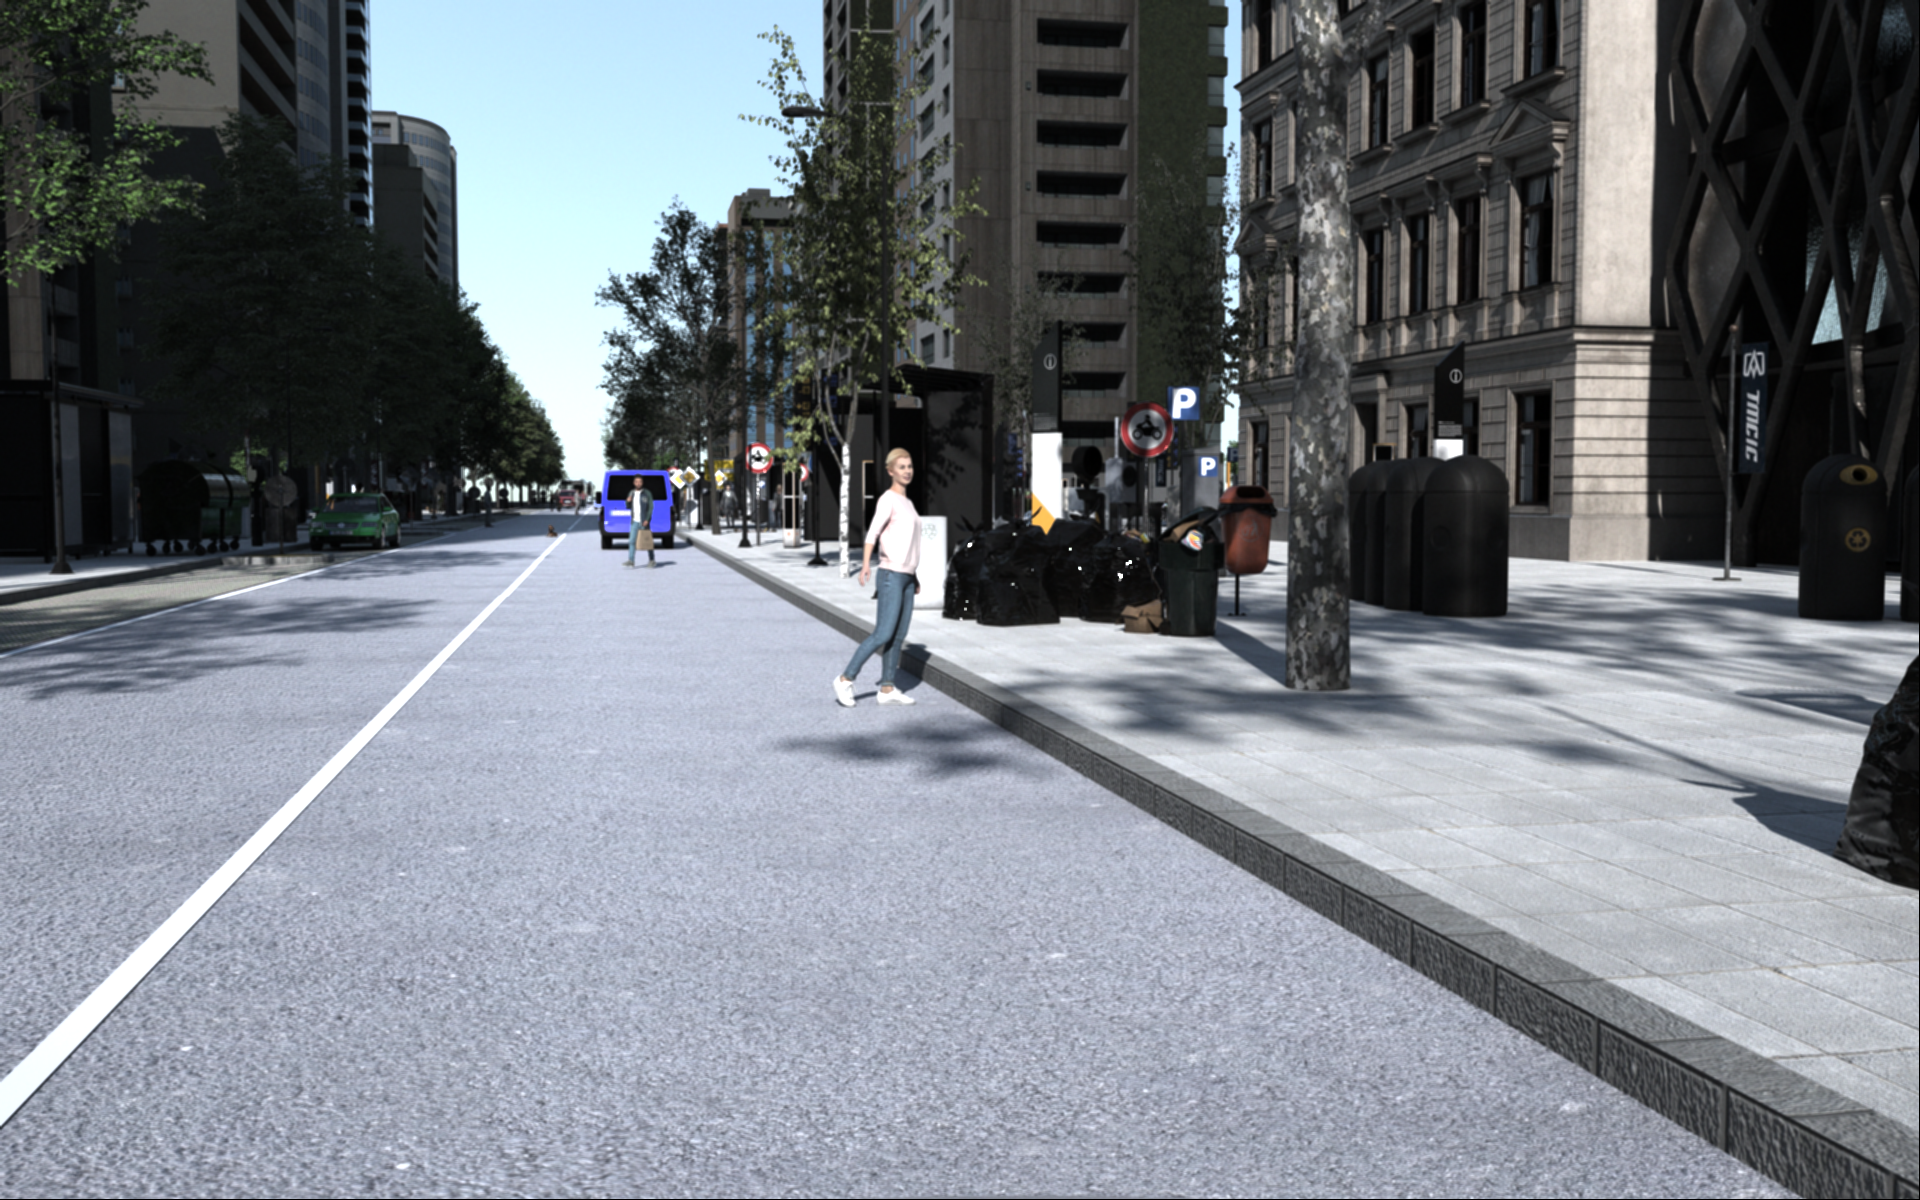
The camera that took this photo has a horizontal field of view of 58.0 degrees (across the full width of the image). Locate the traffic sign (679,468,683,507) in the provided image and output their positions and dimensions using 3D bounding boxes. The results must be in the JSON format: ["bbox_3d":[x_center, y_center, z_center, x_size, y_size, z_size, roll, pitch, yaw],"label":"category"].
[{"bbox_3d":[-13.842,-5.209,85.269,0.768,2.556,0.104,0,4,-4],"label":"traffic sign"}]

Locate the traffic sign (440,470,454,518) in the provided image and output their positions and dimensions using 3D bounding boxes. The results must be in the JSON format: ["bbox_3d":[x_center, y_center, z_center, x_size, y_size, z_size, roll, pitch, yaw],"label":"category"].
[{"bbox_3d":[-27.574,-5.688,93.097,0.768,2.556,0.104,-1,4,-10],"label":"traffic sign"}]

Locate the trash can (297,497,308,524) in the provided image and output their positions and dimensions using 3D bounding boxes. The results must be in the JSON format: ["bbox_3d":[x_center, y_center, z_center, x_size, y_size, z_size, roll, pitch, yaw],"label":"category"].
[{"bbox_3d":[-28.609,-3.869,74.912,0.748,1.137,0.748,0,3,0],"label":"trash can"}]

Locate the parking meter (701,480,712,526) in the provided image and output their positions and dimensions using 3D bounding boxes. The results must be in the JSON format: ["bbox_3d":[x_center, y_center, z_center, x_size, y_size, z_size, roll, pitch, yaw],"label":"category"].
[{"bbox_3d":[-10.306,-3.967,70.565,0.399,1.863,0.255,1,4,21],"label":"parking meter"}]

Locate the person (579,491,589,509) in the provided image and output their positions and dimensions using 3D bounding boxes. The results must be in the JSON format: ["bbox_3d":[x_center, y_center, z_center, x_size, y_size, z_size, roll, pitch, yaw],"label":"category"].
[{"bbox_3d":[-35.838,-9.512,164.734,1.217,1.743,0.721,0,4,-3],"label":"person"}]

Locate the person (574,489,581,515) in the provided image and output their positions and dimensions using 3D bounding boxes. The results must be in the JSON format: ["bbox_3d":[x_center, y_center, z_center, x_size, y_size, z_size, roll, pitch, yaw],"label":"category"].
[{"bbox_3d":[-26.780,-6.898,121.490,0.583,1.804,0.606,-3,5,-41],"label":"person"}]

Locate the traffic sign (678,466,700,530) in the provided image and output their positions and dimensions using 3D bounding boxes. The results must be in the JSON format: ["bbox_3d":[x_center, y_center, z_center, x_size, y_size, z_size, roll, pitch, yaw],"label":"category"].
[{"bbox_3d":[-9.682,-3.568,61.981,0.795,2.450,0.064,-1,4,-12],"label":"traffic sign"}]

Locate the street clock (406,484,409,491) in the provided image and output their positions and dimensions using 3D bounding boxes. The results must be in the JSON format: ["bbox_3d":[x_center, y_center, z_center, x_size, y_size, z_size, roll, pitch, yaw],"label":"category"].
[{"bbox_3d":[-36.709,-6.772,115.295,0.358,2.002,0.471,-2,4,-26],"label":"street clock"}]

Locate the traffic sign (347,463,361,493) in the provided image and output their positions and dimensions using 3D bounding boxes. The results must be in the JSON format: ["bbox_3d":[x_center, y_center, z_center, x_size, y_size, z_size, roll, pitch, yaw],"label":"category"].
[{"bbox_3d":[-23.909,-4.153,68.002,0.768,2.556,0.104,0,4,-6],"label":"traffic sign"}]

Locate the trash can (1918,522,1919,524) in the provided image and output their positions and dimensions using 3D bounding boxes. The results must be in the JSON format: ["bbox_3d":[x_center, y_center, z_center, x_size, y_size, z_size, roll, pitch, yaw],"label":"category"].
[{"bbox_3d":[5.321,0.170,8.881,0.748,1.137,0.748,0,3,0],"label":"trash can"}]

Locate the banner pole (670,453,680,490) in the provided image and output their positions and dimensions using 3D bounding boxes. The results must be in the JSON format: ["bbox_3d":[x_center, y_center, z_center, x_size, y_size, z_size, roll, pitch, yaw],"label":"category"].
[{"bbox_3d":[-17.377,-7.057,105.397,0.863,3.779,0.401,-3,5,-43],"label":"banner pole"}]

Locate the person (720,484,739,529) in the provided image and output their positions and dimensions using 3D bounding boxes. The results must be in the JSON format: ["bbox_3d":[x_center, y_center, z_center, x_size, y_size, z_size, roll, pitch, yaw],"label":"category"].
[{"bbox_3d":[-9.028,-3.623,67.862,0.709,1.813,0.853,0,4,-8],"label":"person"}]

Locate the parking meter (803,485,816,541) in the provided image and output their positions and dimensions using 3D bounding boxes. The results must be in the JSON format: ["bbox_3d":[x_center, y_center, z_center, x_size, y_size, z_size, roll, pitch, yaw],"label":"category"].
[{"bbox_3d":[-4.121,-2.402,47.688,0.372,1.533,0.369,0,3,0],"label":"parking meter"}]

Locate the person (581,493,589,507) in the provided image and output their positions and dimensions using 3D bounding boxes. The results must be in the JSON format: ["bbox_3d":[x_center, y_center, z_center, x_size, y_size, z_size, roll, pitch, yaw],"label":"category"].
[{"bbox_3d":[-41.904,-11.237,192.218,1.348,1.826,0.705,-1,4,-20],"label":"person"}]

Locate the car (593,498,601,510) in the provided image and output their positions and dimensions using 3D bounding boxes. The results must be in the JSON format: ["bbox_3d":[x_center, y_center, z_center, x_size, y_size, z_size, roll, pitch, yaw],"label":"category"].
[{"bbox_3d":[-32.603,-9.111,158.562,1.945,1.707,3.694,-1,4,-12],"label":"car"}]

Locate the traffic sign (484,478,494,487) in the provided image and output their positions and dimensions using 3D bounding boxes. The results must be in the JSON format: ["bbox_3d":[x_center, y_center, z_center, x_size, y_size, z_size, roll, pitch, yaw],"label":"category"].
[{"bbox_3d":[-36.771,-8.263,135.199,0.768,2.556,0.104,-1,4,-9],"label":"traffic sign"}]

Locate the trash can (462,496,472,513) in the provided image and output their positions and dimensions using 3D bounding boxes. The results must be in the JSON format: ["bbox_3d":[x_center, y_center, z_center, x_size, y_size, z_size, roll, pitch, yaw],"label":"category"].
[{"bbox_3d":[-33.112,-6.414,116.525,0.748,1.137,0.748,0,3,0],"label":"trash can"}]

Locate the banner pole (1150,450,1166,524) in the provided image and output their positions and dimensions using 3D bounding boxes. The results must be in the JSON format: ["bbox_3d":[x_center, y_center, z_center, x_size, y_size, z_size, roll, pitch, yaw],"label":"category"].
[{"bbox_3d":[8.396,-5.121,73.751,0.863,3.779,0.401,0,4,-1],"label":"banner pole"}]

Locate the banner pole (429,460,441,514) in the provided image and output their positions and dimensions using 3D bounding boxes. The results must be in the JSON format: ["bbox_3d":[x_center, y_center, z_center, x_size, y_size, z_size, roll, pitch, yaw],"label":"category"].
[{"bbox_3d":[-34.239,-7.514,112.873,0.401,3.779,0.863,3,4,38],"label":"banner pole"}]

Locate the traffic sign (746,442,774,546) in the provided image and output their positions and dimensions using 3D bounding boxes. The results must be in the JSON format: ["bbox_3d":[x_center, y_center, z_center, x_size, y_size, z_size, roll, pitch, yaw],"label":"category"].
[{"bbox_3d":[-4.984,-2.609,42.766,0.768,2.556,0.104,-1,4,-11],"label":"traffic sign"}]

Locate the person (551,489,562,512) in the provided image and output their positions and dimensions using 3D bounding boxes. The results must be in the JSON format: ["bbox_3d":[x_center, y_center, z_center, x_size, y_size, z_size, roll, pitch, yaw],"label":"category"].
[{"bbox_3d":[-32.367,-7.981,138.951,0.822,1.834,0.622,0,4,6],"label":"person"}]

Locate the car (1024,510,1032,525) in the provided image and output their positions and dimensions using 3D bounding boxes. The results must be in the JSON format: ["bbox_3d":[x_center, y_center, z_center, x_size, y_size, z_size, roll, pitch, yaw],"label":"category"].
[{"bbox_3d":[4.804,-3.528,69.678,4.499,1.417,2.014,-1,4,-13],"label":"car"}]

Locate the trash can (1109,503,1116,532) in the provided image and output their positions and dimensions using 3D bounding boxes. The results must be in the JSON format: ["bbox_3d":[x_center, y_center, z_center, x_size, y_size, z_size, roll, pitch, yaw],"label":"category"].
[{"bbox_3d":[4.734,-2.576,53.764,0.748,1.137,0.748,0,3,0],"label":"trash can"}]

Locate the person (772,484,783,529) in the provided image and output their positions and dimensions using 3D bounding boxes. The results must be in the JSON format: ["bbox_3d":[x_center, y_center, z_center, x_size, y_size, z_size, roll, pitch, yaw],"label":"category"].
[{"bbox_3d":[-6.769,-3.487,65.688,0.709,1.800,0.728,0,4,4],"label":"person"}]

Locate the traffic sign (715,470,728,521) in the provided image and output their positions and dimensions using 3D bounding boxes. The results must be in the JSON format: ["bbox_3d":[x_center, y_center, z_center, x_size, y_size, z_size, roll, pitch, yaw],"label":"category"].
[{"bbox_3d":[-11.589,-5.028,83.397,0.795,2.450,0.064,-1,4,-8],"label":"traffic sign"}]

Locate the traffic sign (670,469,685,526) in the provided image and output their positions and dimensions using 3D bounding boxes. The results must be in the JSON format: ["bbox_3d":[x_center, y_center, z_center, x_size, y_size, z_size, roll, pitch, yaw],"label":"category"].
[{"bbox_3d":[-11.286,-4.047,69.803,0.795,2.450,0.064,-1,4,-12],"label":"traffic sign"}]

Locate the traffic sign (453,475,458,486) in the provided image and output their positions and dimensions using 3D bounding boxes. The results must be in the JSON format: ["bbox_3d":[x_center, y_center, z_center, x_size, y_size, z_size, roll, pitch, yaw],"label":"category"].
[{"bbox_3d":[-33.843,-7.054,115.443,0.768,2.556,0.104,-1,4,-10],"label":"traffic sign"}]

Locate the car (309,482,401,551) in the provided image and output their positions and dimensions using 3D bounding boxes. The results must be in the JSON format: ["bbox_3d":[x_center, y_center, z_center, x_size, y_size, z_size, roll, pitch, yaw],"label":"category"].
[{"bbox_3d":[-15.714,-2.219,45.069,1.959,1.807,4.718,-1,4,-10],"label":"car"}]

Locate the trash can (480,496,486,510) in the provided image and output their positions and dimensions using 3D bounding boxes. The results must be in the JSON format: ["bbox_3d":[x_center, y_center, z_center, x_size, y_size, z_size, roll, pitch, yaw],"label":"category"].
[{"bbox_3d":[-37.344,-7.609,136.063,0.748,1.137,0.748,0,3,0],"label":"trash can"}]

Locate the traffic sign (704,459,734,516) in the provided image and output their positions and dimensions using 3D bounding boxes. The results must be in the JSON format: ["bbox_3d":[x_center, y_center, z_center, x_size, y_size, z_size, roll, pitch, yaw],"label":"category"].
[{"bbox_3d":[-13.830,-6.572,101.317,2.265,3.308,0.079,0,4,-3],"label":"traffic sign"}]

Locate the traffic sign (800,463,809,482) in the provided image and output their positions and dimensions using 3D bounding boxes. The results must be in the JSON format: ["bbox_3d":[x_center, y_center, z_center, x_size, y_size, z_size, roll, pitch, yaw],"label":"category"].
[{"bbox_3d":[-6.619,-4.363,71.449,0.768,2.556,0.104,0,4,-3],"label":"traffic sign"}]

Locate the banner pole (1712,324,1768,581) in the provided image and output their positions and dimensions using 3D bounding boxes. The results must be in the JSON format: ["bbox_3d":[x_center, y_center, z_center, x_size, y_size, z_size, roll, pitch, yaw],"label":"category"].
[{"bbox_3d":[11.501,-2.167,25.440,0.401,3.779,0.863,-2,4,-24],"label":"banner pole"}]

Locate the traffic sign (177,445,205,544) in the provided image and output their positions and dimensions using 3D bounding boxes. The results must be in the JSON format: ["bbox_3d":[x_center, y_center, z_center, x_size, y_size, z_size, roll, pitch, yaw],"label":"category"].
[{"bbox_3d":[-19.773,-2.724,44.644,0.768,2.556,0.104,-1,4,-9],"label":"traffic sign"}]

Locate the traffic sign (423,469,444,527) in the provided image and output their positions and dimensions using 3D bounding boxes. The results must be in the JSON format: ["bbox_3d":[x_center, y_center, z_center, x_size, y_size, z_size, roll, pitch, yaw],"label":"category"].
[{"bbox_3d":[-20.641,-3.931,67.912,0.795,2.450,0.064,-1,4,-12],"label":"traffic sign"}]

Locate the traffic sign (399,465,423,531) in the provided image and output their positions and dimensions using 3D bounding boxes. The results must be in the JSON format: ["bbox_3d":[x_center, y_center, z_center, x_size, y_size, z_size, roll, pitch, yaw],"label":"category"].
[{"bbox_3d":[-19.036,-3.452,60.090,0.795,2.450,0.064,-1,4,-12],"label":"traffic sign"}]

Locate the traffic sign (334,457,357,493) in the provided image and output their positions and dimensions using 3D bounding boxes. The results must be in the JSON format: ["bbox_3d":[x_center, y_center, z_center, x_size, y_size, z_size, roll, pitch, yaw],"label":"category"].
[{"bbox_3d":[-21.121,-3.635,59.538,0.768,2.556,0.104,0,4,-4],"label":"traffic sign"}]

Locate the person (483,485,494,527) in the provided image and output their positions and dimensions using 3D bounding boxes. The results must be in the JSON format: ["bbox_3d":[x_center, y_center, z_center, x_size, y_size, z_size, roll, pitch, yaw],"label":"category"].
[{"bbox_3d":[-20.712,-4.123,76.017,0.391,1.810,0.635,-2,4,-25],"label":"person"}]

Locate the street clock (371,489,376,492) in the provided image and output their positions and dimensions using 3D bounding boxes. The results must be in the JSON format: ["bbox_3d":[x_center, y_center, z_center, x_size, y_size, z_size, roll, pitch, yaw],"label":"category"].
[{"bbox_3d":[-36.167,-6.256,106.858,0.358,2.002,0.471,1,4,21],"label":"street clock"}]

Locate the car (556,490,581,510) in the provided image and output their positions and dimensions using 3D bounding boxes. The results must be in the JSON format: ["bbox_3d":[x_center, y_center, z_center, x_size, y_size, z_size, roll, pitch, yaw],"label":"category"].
[{"bbox_3d":[-35.433,-9.053,156.694,2.281,1.827,5.304,-1,4,-11],"label":"car"}]

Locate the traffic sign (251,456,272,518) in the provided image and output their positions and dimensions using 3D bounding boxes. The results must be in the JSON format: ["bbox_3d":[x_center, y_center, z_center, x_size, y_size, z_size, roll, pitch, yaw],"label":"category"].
[{"bbox_3d":[-18.913,-2.734,46.828,0.606,2.300,0.079,0,4,-3],"label":"traffic sign"}]

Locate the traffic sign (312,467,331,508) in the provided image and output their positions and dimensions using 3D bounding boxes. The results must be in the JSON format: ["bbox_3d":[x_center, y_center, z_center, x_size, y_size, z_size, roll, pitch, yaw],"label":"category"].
[{"bbox_3d":[-30.567,-5.074,82.962,0.884,2.594,0.081,0,4,-4],"label":"traffic sign"}]

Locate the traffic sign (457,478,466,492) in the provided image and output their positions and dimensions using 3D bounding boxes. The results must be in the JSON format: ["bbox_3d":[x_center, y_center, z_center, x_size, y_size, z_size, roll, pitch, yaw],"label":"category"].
[{"bbox_3d":[-40.487,-8.597,140.668,0.768,2.556,0.104,0,4,-4],"label":"traffic sign"}]

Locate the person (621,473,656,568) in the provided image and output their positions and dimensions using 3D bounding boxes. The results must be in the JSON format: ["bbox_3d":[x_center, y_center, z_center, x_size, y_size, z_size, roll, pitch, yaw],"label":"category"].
[{"bbox_3d":[-6.120,-1.516,33.278,0.794,1.824,0.713,3,5,39],"label":"person"}]

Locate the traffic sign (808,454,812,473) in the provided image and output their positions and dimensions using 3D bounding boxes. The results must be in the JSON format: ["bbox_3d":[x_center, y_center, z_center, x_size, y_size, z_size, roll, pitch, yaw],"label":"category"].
[{"bbox_3d":[-4.063,-3.094,50.690,0.768,2.556,0.104,0,4,-5],"label":"traffic sign"}]

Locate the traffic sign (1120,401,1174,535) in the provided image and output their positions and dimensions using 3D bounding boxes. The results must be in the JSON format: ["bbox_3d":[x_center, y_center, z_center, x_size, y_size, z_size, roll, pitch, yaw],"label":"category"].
[{"bbox_3d":[2.561,-1.454,23.874,0.768,2.556,0.104,-1,4,-11],"label":"traffic sign"}]

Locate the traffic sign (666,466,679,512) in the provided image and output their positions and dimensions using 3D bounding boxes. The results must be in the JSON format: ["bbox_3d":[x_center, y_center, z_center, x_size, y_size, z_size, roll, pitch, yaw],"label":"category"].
[{"bbox_3d":[-13.222,-4.889,80.048,0.768,2.556,0.104,0,4,-2],"label":"traffic sign"}]

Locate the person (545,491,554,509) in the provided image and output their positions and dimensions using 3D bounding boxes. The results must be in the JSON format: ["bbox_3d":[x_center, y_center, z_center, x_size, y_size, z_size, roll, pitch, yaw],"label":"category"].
[{"bbox_3d":[-38.453,-9.410,163.076,1.217,1.735,0.721,0,4,1],"label":"person"}]

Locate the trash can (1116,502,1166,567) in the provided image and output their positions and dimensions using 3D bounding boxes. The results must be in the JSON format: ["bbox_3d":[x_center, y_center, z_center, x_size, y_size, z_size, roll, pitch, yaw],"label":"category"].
[{"bbox_3d":[3.258,-1.159,30.606,0.748,1.137,0.748,0,3,0],"label":"trash can"}]

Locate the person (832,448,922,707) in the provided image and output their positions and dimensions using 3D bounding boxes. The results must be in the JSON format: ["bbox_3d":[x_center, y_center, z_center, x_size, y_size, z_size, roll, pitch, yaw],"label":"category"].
[{"bbox_3d":[-0.575,-0.154,11.690,0.598,1.740,0.731,0,4,7],"label":"person"}]

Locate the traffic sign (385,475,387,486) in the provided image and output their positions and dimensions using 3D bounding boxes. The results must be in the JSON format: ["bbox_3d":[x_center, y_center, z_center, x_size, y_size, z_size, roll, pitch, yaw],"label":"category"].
[{"bbox_3d":[-30.556,-5.560,93.041,0.606,2.300,0.079,-1,4,-9],"label":"traffic sign"}]
